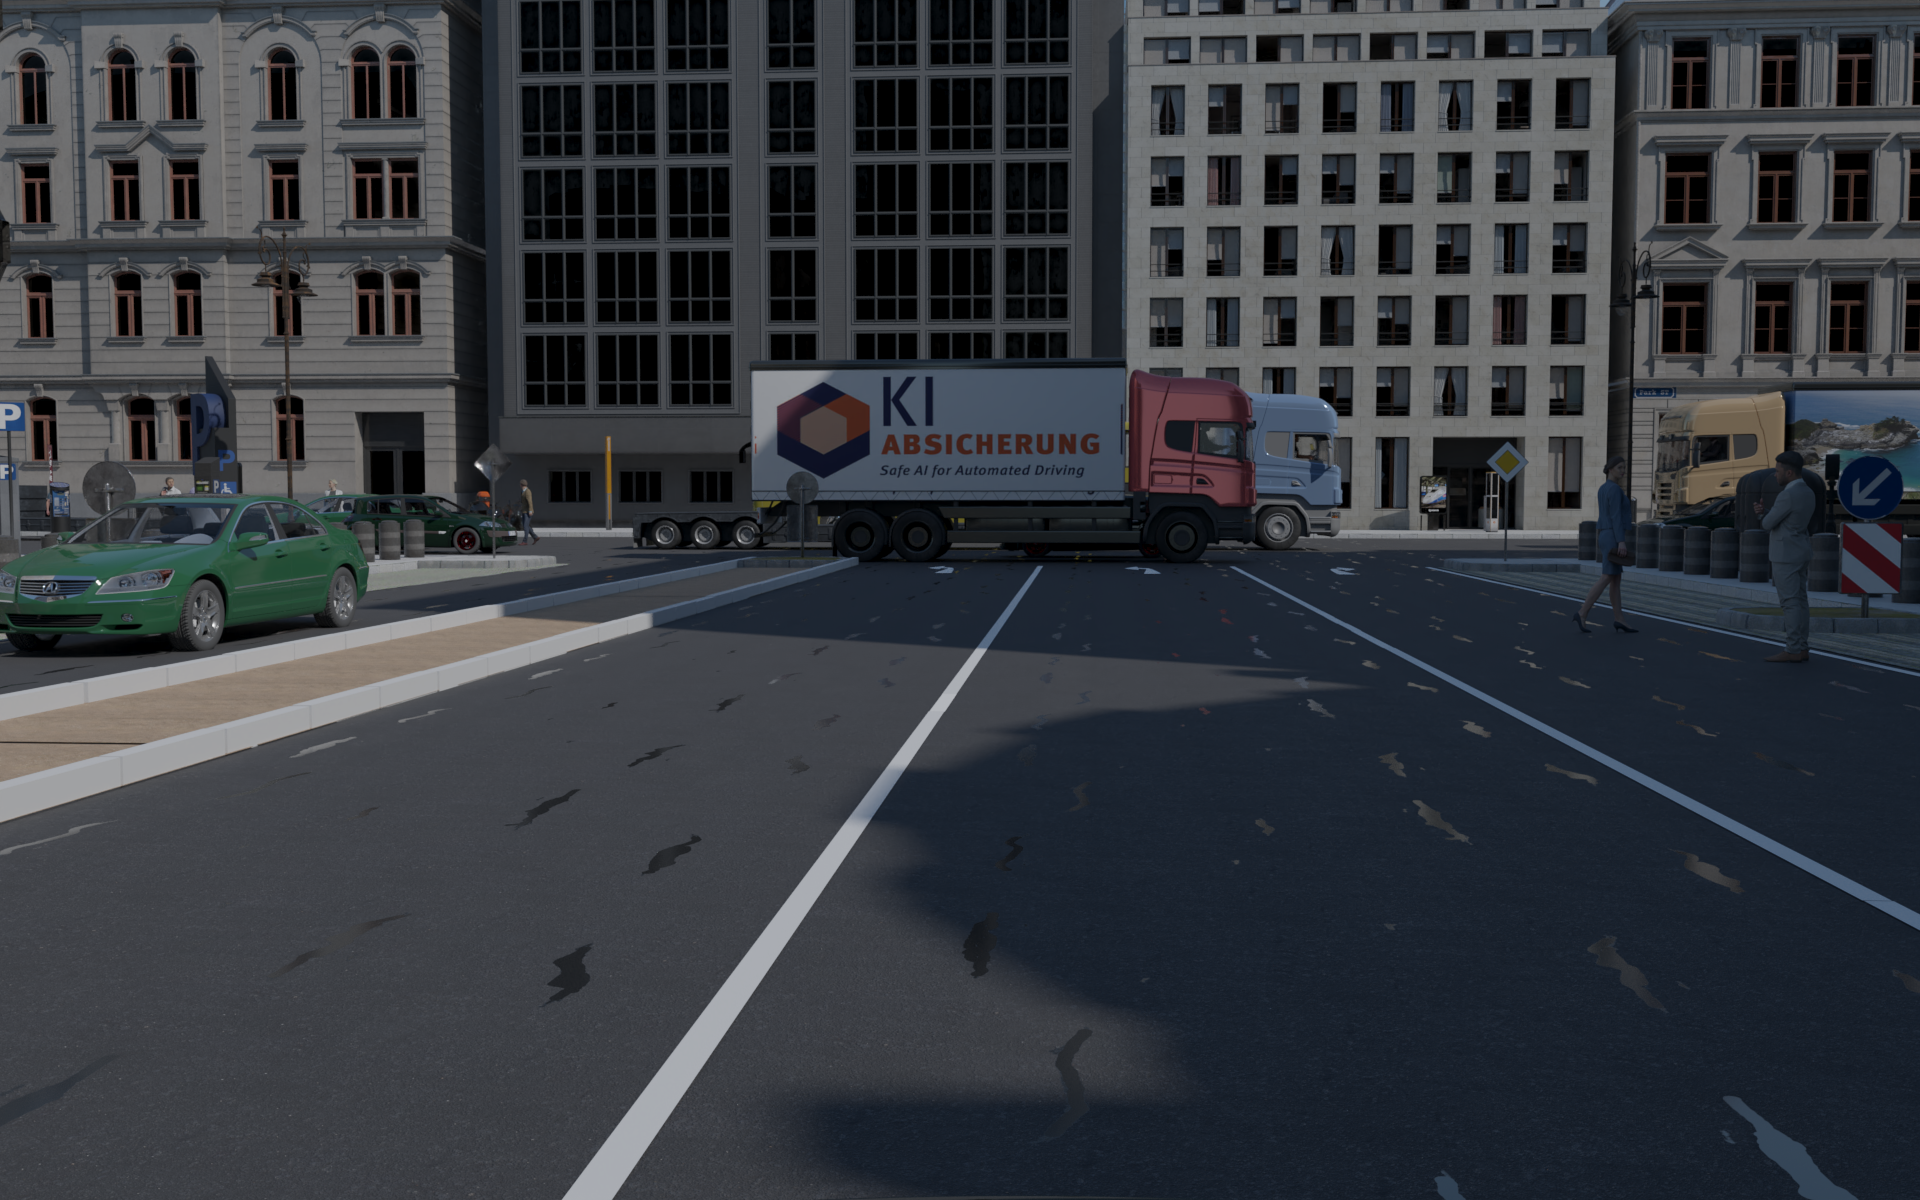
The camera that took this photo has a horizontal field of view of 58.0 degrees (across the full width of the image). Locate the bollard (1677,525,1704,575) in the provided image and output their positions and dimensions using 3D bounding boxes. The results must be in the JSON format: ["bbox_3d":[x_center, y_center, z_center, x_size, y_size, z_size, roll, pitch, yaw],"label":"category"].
[{"bbox_3d":[11.759,-0.789,27.612,0.404,0.777,0.398,0,3,0],"label":"bollard"}]

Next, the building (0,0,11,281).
[{"bbox_3d":[-24.780,-9.511,22.954,16.811,18.784,16.820,0,4,4],"label":"building"}]

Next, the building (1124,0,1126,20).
[{"bbox_3d":[17.911,-56.078,229.546,31.000,86.520,22.319,0,4,4],"label":"building"}]

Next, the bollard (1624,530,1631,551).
[{"bbox_3d":[12.031,-1.009,31.222,0.404,0.777,0.398,0,3,0],"label":"bollard"}]

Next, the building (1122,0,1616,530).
[{"bbox_3d":[14.741,-12.933,66.204,16.860,20.320,10.420,0,4,4],"label":"building"}]

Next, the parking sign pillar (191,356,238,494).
[{"bbox_3d":[-14.346,-2.745,33.355,1.447,3.967,1.447,-3,5,-41],"label":"parking sign pillar"}]

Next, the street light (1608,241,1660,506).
[{"bbox_3d":[12.370,-3.617,31.922,0.468,5.910,1.993,0,4,4],"label":"street light"}]

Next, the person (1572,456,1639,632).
[{"bbox_3d":[6.700,-0.575,17.929,0.654,1.822,0.581,1,4,21],"label":"person"}]

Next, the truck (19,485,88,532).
[{"bbox_3d":[-27.797,-3.932,54.054,18.799,4.110,2.967,0,4,3],"label":"truck"}]

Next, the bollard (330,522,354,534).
[{"bbox_3d":[-11.302,-1.018,31.357,0.404,0.777,0.398,0,3,0],"label":"bollard"}]

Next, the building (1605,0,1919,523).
[{"bbox_3d":[33.680,-13.968,64.540,21.152,22.565,11.583,0,4,4],"label":"building"}]

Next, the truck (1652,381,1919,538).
[{"bbox_3d":[23.146,-3.389,44.330,11.283,4.237,2.839,0,4,5],"label":"truck"}]

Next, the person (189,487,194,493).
[{"bbox_3d":[-18.888,-2.131,43.212,0.599,1.838,0.709,-1,4,-11],"label":"person"}]

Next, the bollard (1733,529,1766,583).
[{"bbox_3d":[11.572,-0.642,25.212,0.404,0.777,0.398,0,3,0],"label":"bollard"}]

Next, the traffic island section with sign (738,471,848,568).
[{"bbox_3d":[-3.229,-1.602,34.323,2.006,1.907,1.989,0,4,4],"label":"traffic island section with sign"}]

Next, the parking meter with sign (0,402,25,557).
[{"bbox_3d":[-18.497,-2.284,33.602,0.543,3.016,1.738,-2,4,-33],"label":"parking meter with sign"}]

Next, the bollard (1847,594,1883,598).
[{"bbox_3d":[11.297,-0.421,21.595,0.404,0.777,0.398,0,3,0],"label":"bollard"}]

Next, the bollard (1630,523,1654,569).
[{"bbox_3d":[11.937,-0.936,30.015,0.404,0.777,0.398,0,3,0],"label":"bollard"}]

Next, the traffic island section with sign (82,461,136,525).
[{"bbox_3d":[-10.097,-0.691,19.925,1.989,1.847,2.006,0,4,4],"label":"traffic island section with sign"}]

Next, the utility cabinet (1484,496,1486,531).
[{"bbox_3d":[18.430,-2.993,60.102,0.306,1.237,1.020,0,4,5],"label":"utility cabinet"}]

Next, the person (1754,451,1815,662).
[{"bbox_3d":[7.084,-0.381,14.911,0.466,1.800,0.511,2,4,31],"label":"person"}]

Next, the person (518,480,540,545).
[{"bbox_3d":[-12.142,-2.457,48.586,0.656,1.842,0.836,2,4,33],"label":"person"}]

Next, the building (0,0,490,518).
[{"bbox_3d":[-29.634,-17.345,70.978,23.554,28.519,14.401,0,4,4],"label":"building"}]

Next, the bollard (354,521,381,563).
[{"bbox_3d":[-11.211,-1.091,32.555,0.404,0.777,0.398,0,3,0],"label":"bollard"}]

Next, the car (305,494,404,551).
[{"bbox_3d":[-15.984,-2.018,44.791,4.920,1.459,2.131,0,4,5],"label":"car"}]

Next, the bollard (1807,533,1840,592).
[{"bbox_3d":[11.388,-0.495,22.810,0.404,0.777,0.398,0,3,0],"label":"bollard"}]

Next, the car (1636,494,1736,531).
[{"bbox_3d":[17.448,-1.817,39.496,4.222,1.686,2.009,0,4,4],"label":"car"}]

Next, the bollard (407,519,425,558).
[{"bbox_3d":[-11.026,-1.239,34.980,0.404,0.777,0.398,0,3,0],"label":"bollard"}]

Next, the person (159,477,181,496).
[{"bbox_3d":[-18.473,-1.950,40.488,0.679,1.850,0.850,0,4,8],"label":"person"}]

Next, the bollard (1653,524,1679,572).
[{"bbox_3d":[11.846,-0.862,28.813,0.404,0.777,0.398,0,3,0],"label":"bollard"}]

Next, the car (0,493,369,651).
[{"bbox_3d":[-7.649,-0.340,17.359,2.131,1.459,4.920,0,4,5],"label":"car"}]

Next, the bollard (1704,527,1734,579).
[{"bbox_3d":[11.662,-0.715,26.410,0.404,0.777,0.398,0,3,0],"label":"bollard"}]

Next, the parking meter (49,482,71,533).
[{"bbox_3d":[-18.590,-1.675,35.793,0.372,1.533,0.369,0,3,0],"label":"parking meter"}]

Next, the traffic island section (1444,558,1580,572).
[{"bbox_3d":[10.422,-0.658,33.045,2.009,0.180,2.903,0,4,4],"label":"traffic island section"}]

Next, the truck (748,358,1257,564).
[{"bbox_3d":[1.284,-2.943,37.037,11.283,4.237,2.839,0,4,6],"label":"truck"}]

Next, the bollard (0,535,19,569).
[{"bbox_3d":[-12.033,-0.429,21.738,0.404,0.777,0.398,0,3,0],"label":"bollard"}]

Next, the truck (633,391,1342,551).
[{"bbox_3d":[1.021,-3.382,45.062,18.799,4.110,2.967,0,4,3],"label":"truck"}]

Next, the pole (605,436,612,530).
[{"bbox_3d":[-12.448,-4.126,61.300,0.158,3.312,0.155,0,3,0],"label":"pole"}]

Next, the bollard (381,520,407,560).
[{"bbox_3d":[-11.120,-1.165,33.766,0.404,0.777,0.398,0,3,0],"label":"bollard"}]

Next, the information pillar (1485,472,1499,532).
[{"bbox_3d":[17.828,-3.273,58.013,0.304,2.012,0.304,-1,4,-16],"label":"information pillar"}]

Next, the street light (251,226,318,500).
[{"bbox_3d":[-11.703,-3.509,30.163,0.468,5.910,1.993,0,4,4],"label":"street light"}]

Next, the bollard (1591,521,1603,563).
[{"bbox_3d":[12.124,-1.083,32.420,0.404,0.777,0.398,0,3,0],"label":"bollard"}]

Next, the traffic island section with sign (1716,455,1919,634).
[{"bbox_3d":[9.325,-0.611,18.618,1.989,1.847,2.006,0,4,4],"label":"traffic island section with sign"}]

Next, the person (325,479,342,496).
[{"bbox_3d":[-17.323,-2.414,47.851,0.514,1.842,0.818,-2,4,-29],"label":"person"}]

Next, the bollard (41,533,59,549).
[{"bbox_3d":[-11.939,-0.503,22.935,0.404,0.777,0.398,0,3,0],"label":"bollard"}]

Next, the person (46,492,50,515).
[{"bbox_3d":[-29.923,-2.980,57.352,0.598,1.807,0.434,-1,4,-18],"label":"person"}]

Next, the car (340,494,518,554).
[{"bbox_3d":[-12.914,-1.972,42.029,4.222,1.686,2.009,0,4,3],"label":"car"}]

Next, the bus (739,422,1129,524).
[{"bbox_3d":[-0.349,-3.717,52.312,12.252,3.916,2.896,0,4,2],"label":"bus"}]

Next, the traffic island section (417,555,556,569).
[{"bbox_3d":[-9.312,-0.750,34.551,2.009,0.180,2.903,0,4,4],"label":"traffic island section"}]

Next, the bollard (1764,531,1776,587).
[{"bbox_3d":[11.483,-0.568,24.011,0.404,0.777,0.398,0,3,0],"label":"bollard"}]

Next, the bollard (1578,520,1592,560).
[{"bbox_3d":[12.215,-1.156,33.618,0.404,0.777,0.398,0,3,0],"label":"bollard"}]

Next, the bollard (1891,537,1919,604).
[{"bbox_3d":[11.206,-0.347,20.397,0.404,0.777,0.398,0,3,0],"label":"bollard"}]

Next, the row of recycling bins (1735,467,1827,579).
[{"bbox_3d":[12.923,-1.245,27.467,1.069,1.692,3.534,1,4,17],"label":"row of recycling bins"}]

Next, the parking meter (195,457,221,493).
[{"bbox_3d":[-11.803,-1.315,27.207,0.255,1.863,0.399,0,4,1],"label":"parking meter"}]

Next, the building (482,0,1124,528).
[{"bbox_3d":[-5.507,-16.864,69.241,24.014,27.812,14.314,0,4,4],"label":"building"}]

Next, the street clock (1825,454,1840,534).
[{"bbox_3d":[15.759,-1.637,31.331,0.358,2.002,0.471,2,4,25],"label":"street clock"}]

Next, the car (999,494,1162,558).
[{"bbox_3d":[3.005,-1.815,39.461,4.222,1.686,2.009,0,4,6],"label":"car"}]
